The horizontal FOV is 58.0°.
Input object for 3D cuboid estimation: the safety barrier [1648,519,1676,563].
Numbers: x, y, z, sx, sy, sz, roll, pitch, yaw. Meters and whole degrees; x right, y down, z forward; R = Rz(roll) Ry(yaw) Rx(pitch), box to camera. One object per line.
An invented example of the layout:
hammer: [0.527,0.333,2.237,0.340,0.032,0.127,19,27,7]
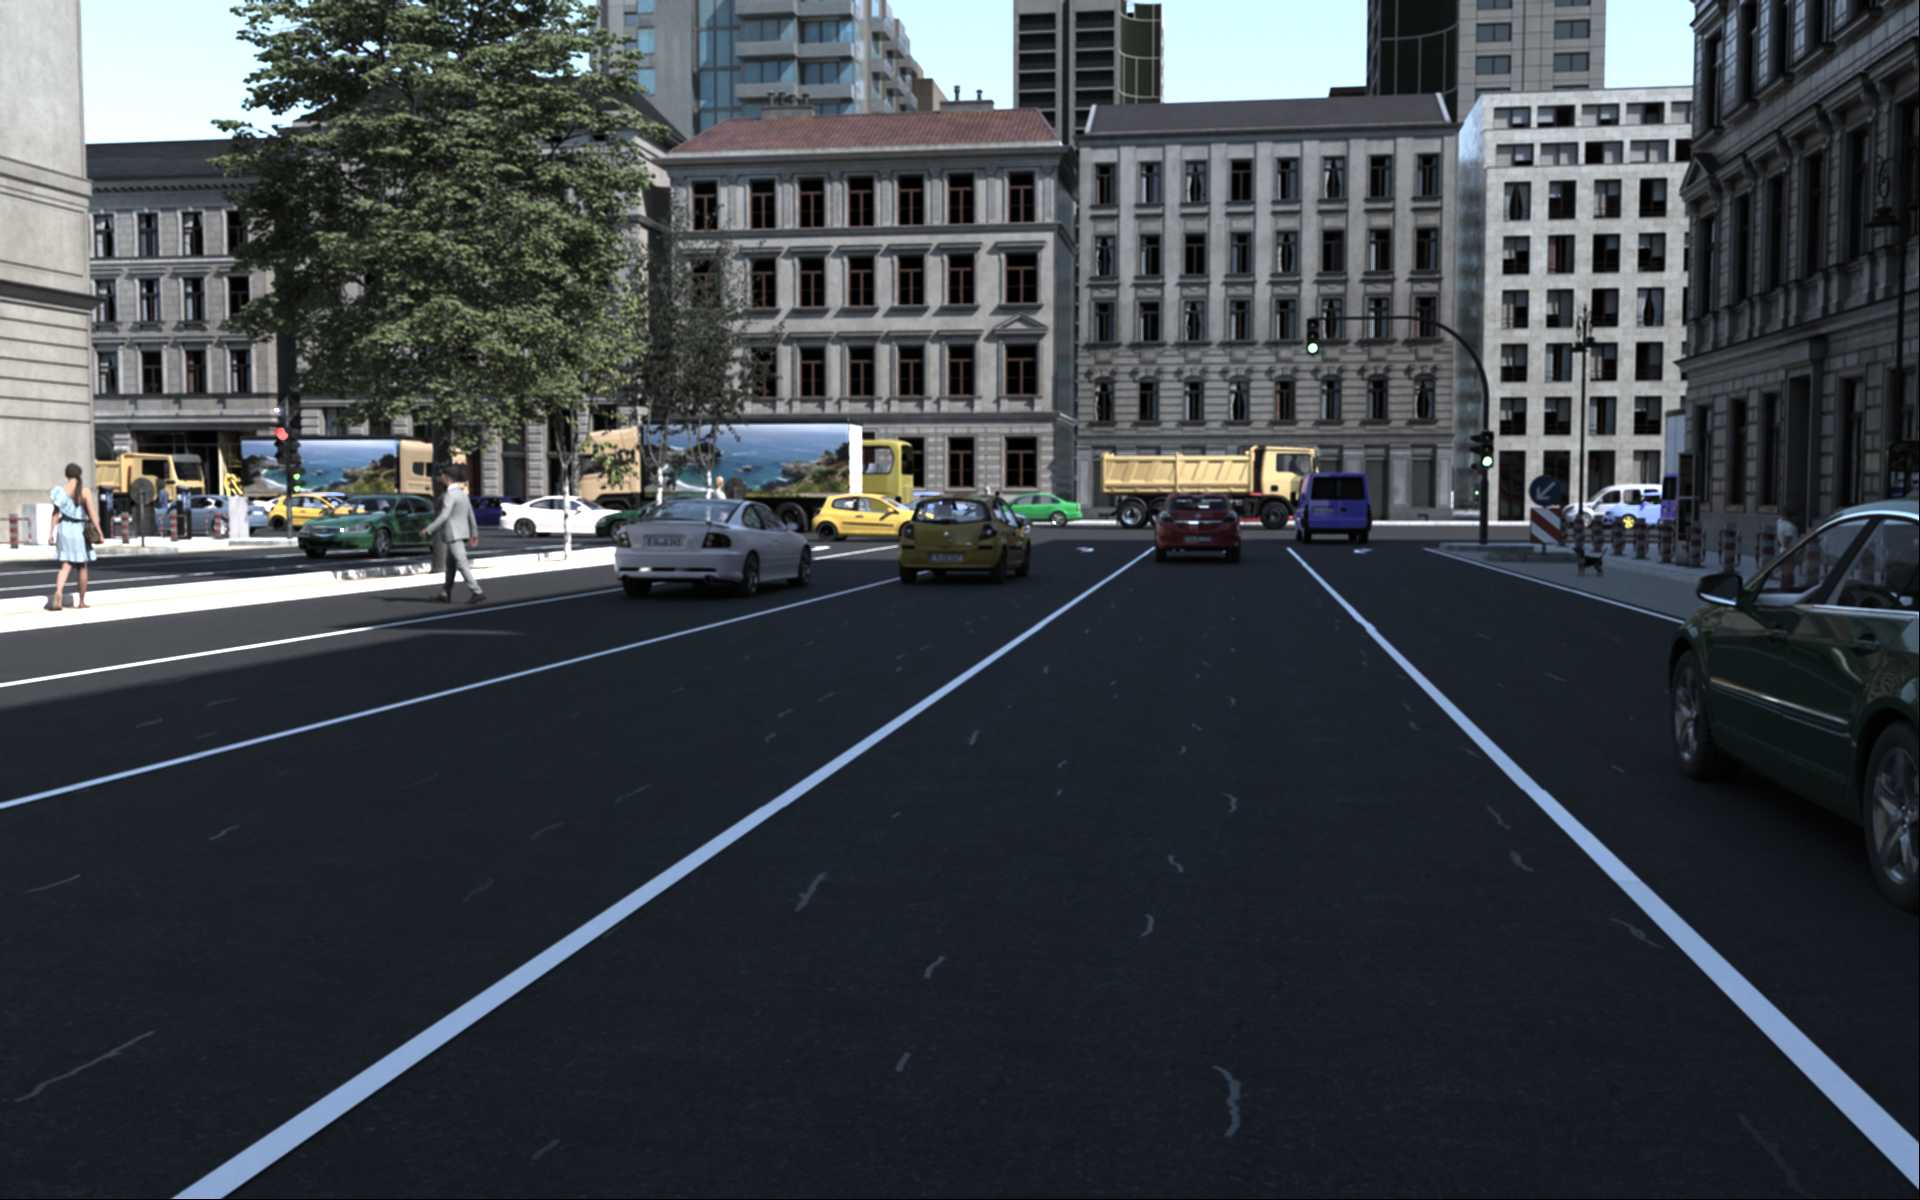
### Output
safety barrier: [13.092,-1.089,32.084,0.300,0.817,1.120,1,4,9]

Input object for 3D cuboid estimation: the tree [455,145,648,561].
tree: [-8.225,-5.077,35.824,4.737,8.622,4.395,0,3,0]

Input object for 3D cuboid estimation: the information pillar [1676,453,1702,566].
information pillar: [12.975,-1.612,30.843,0.304,2.012,0.304,3,5,44]

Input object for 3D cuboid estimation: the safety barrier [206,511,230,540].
safety barrier: [-20.787,-2.094,48.517,0.300,0.817,1.120,1,4,9]

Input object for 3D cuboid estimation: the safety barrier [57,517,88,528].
safety barrier: [-21.746,-1.723,42.443,0.300,0.817,1.120,1,4,9]

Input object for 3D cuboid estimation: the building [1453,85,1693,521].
building: [33.580,-14.060,84.637,16.860,20.320,10.420,1,4,9]

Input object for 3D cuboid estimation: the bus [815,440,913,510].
bus: [-8.100,-4.793,69.916,12.252,3.916,2.896,1,4,10]

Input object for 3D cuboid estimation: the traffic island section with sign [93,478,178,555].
traffic island section with sign: [-19.930,-2.008,41.464,1.989,1.847,2.006,1,4,9]

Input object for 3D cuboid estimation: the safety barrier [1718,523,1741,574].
safety barrier: [12.455,-0.841,28.033,0.300,0.817,1.120,1,4,9]

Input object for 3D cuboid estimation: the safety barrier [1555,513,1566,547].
safety barrier: [14.691,-1.710,42.234,0.300,0.817,1.120,1,4,9]

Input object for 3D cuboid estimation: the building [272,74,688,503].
building: [-24.666,-16.181,93.444,19.941,23.489,11.050,1,4,9]

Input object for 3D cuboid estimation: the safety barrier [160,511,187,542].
safety barrier: [-21.108,-1.971,46.495,0.300,0.817,1.120,1,4,9]

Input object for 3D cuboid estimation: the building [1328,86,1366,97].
building: [49.538,-32.343,183.437,22.147,44.769,28.867,1,4,9]

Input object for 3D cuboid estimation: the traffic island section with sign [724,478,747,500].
traffic island section with sign: [-6.327,-2.404,47.439,2.006,1.907,1.989,1,4,9]

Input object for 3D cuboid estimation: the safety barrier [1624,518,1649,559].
safety barrier: [13.413,-1.213,34.114,0.300,0.817,1.120,1,4,9]

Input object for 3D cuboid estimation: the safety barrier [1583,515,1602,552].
safety barrier: [14.052,-1.461,38.160,0.300,0.817,1.120,1,4,9]

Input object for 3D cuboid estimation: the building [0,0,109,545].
building: [-38.954,-12.777,42.182,30.059,22.955,16.112,1,4,9]

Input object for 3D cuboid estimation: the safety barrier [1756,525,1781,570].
safety barrier: [12.135,-0.718,26.007,0.300,0.817,1.120,1,4,9]

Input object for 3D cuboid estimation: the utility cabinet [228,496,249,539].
utility cabinet: [-20.667,-2.354,49.644,0.306,1.237,1.020,0,4,-7]

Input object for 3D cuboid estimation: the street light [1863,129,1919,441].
street light: [12.000,-3.018,22.127,0.468,5.910,1.993,1,4,9]

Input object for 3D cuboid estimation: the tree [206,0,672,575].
tree: [-8.786,-6.654,29.384,7.486,12.596,7.792,0,3,0]

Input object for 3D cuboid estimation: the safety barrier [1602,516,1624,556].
safety barrier: [13.734,-1.337,36.137,0.300,0.817,1.120,1,4,9]

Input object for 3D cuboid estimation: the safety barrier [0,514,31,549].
safety barrier: [-22.069,-1.598,40.398,0.300,0.817,1.120,1,4,9]

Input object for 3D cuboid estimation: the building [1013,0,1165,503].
building: [18.831,-49.732,251.362,20.611,71.187,20.563,1,4,9]

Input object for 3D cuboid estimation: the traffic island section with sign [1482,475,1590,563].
traffic island section with sign: [12.219,-1.729,36.893,1.989,1.847,2.006,1,4,9]

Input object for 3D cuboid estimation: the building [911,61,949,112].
building: [-8.471,-32.683,184.483,14.600,45.320,14.200,1,4,9]

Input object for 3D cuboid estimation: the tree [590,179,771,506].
tree: [-7.016,-5.362,40.481,4.360,8.622,3.978,0,3,0]

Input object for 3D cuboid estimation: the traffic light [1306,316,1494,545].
traffic light: [11.224,-4.252,44.187,4.771,5.953,1.251,1,4,9]

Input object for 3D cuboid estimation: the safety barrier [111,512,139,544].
safety barrier: [-21.428,-1.847,44.466,0.300,0.817,1.120,1,4,9]

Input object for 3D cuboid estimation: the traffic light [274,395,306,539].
traffic light: [-19.012,-3.678,49.057,0.839,4.253,0.868,1,4,9]

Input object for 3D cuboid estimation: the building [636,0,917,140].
building: [-16.351,-33.208,162.559,23.786,49.044,30.456,1,4,9]

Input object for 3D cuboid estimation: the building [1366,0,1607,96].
building: [45.794,-43.989,157.473,20.563,71.187,20.611,1,4,9]

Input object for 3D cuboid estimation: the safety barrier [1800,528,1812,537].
safety barrier: [11.816,-0.594,23.984,0.300,0.817,1.120,1,4,9]

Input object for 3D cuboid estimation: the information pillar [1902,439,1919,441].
information pillar: [12.839,-1.152,23.329,0.304,2.012,0.304,2,4,31]

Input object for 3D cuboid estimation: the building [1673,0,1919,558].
building: [20.471,-10.204,31.468,10.561,19.102,19.286,1,4,9]

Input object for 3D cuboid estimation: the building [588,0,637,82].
building: [-27.051,-40.204,199.326,28.212,58.520,21.231,1,4,9]

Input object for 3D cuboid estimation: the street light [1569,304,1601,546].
street light: [15.202,-4.251,42.287,0.468,5.910,1.993,1,4,9]

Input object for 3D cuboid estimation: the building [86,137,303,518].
building: [-55.149,-15.117,98.073,40.483,20.767,10.553,1,4,9]

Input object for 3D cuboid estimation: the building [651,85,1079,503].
building: [-4.161,-15.606,91.318,21.152,22.565,11.583,1,4,9]

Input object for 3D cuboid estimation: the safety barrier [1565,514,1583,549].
safety barrier: [14.370,-1.586,40.203,0.300,0.817,1.120,1,4,9]

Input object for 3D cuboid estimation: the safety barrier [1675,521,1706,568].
safety barrier: [12.772,-0.966,30.062,0.300,0.817,1.120,1,4,9]

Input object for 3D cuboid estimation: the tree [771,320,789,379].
tree: [-6.682,-5.703,46.059,4.360,8.622,3.978,0,3,0]

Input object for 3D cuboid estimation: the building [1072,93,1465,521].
building: [15.159,-14.554,87.116,18.267,20.994,9.793,1,4,9]
